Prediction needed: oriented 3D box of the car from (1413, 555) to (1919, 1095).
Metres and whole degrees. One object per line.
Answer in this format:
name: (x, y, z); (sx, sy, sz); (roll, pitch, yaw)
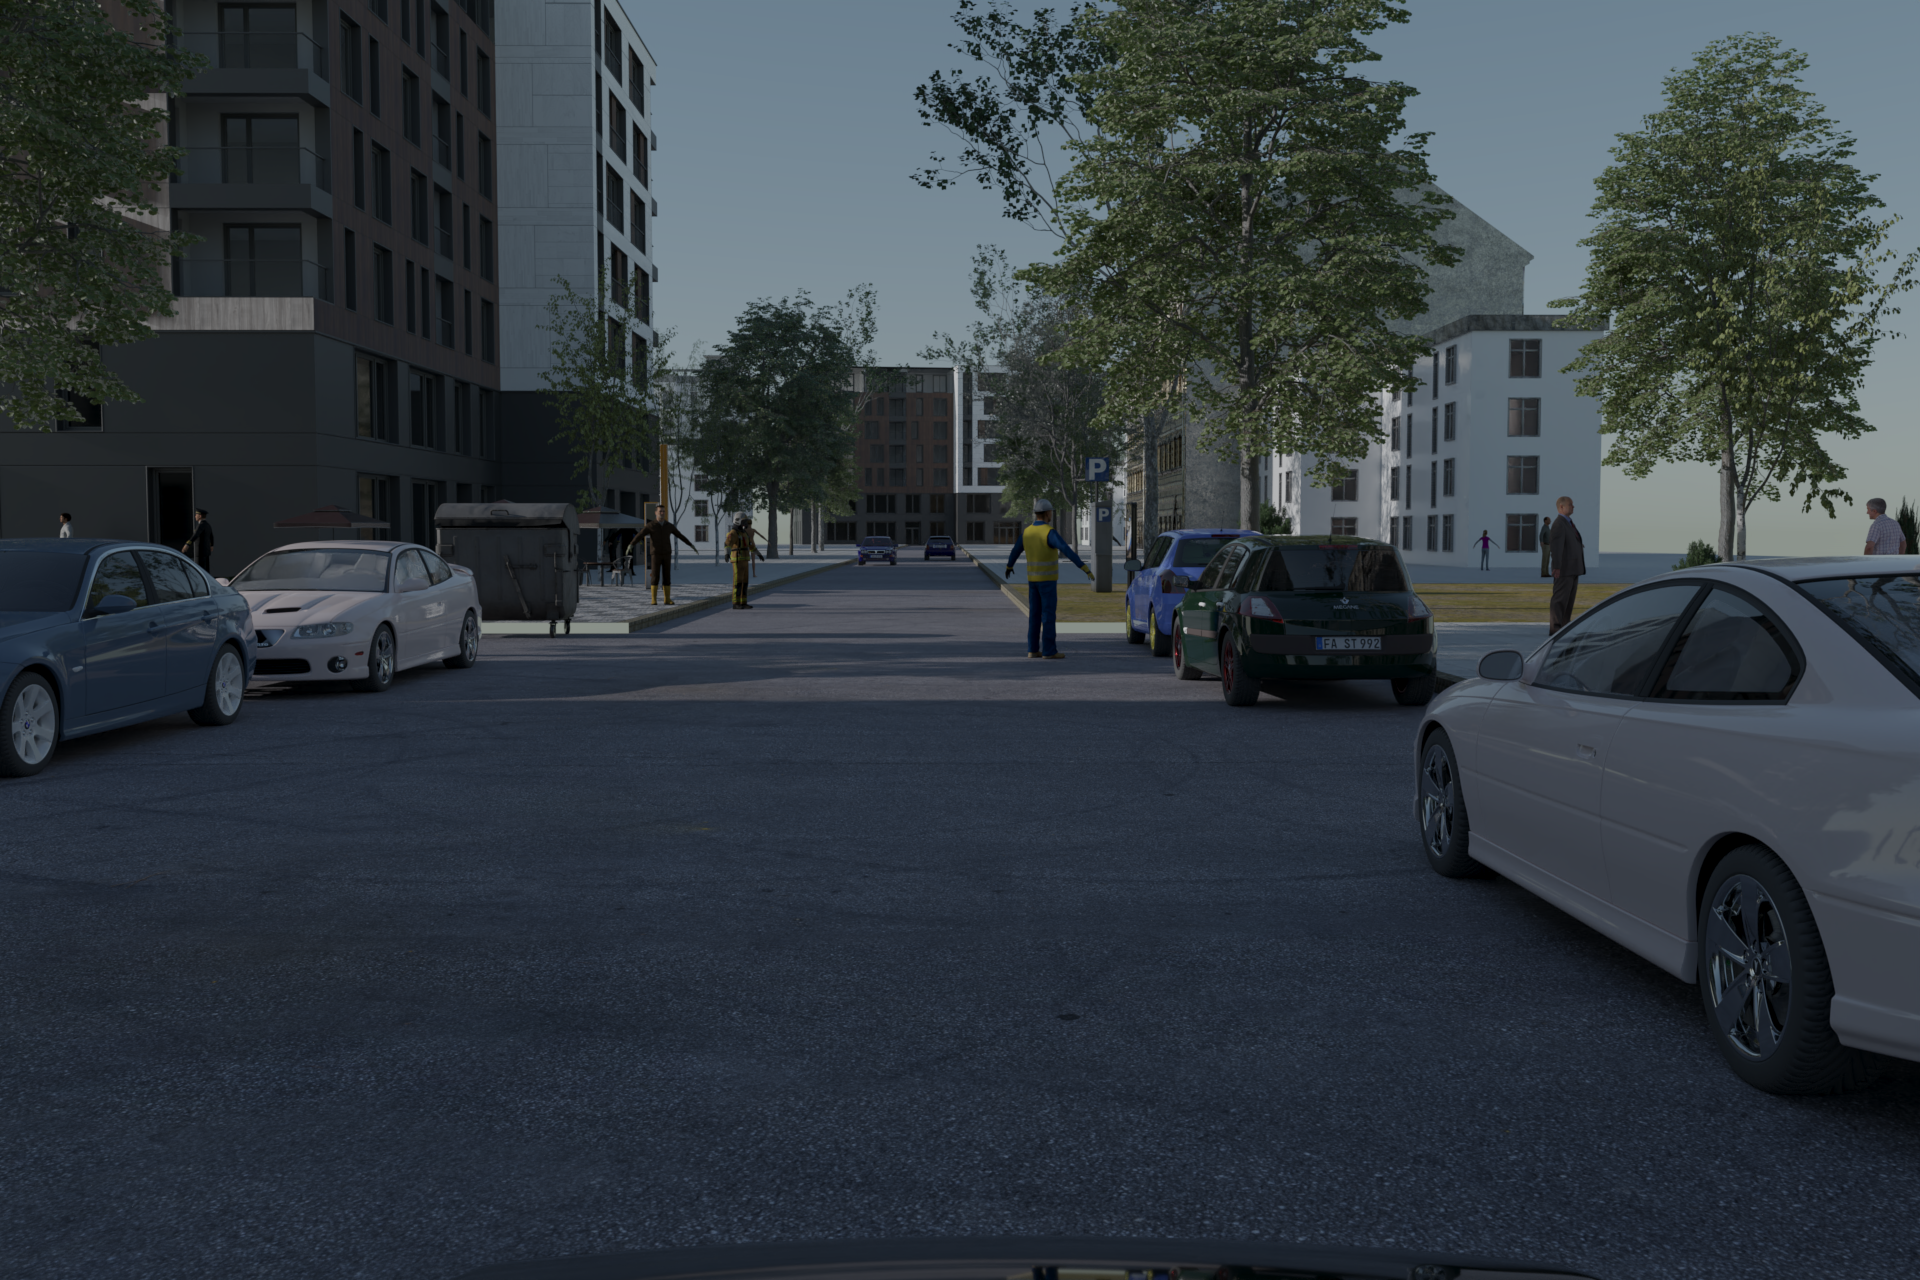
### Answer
car: (2.936, 0.400, 5.817); (2.083, 1.381, 4.827); (0, 4, -1)

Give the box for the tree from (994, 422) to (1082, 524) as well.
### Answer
tree: (5.793, -12.839, 128.040); (7.486, 12.596, 7.792); (0, 3, 0)

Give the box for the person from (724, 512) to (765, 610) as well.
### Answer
person: (-4.158, -1.515, 33.002); (0.705, 1.858, 1.354); (2, 4, 24)

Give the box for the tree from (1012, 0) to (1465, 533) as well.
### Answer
tree: (4.770, -6.826, 29.739); (7.486, 12.596, 7.792); (0, 3, 0)

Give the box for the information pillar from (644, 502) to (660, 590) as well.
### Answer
information pillar: (-7.125, -2.180, 40.143); (0.304, 2.012, 0.304); (0, 3, 0)

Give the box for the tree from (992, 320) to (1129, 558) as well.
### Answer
tree: (5.460, -10.651, 92.276); (7.486, 12.596, 7.792); (0, 3, 0)

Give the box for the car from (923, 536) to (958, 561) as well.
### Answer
car: (-1.092, -5.052, 95.178); (1.945, 1.354, 3.894); (0, 4, 0)

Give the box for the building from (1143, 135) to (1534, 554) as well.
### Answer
building: (21.356, -16.662, 103.355); (19.493, 23.208, 18.063); (0, 4, -1)

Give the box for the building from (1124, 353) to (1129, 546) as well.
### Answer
building: (21.953, -19.565, 176.312); (16.016, 20.090, 11.380); (0, 4, 0)

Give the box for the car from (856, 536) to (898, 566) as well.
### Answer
car: (-3.804, -4.119, 79.931); (1.945, 1.354, 3.894); (0, 4, -1)

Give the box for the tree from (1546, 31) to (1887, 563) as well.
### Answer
tree: (17.516, -7.464, 40.169); (7.486, 12.596, 7.792); (0, 3, 0)

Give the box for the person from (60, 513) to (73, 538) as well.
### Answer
person: (-22.113, -2.240, 42.818); (0.705, 1.806, 1.347); (-2, 4, -33)

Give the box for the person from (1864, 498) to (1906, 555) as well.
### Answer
person: (10.893, -0.831, 20.561); (0.756, 1.711, 0.436); (-1, 4, -23)

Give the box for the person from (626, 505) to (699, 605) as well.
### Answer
person: (-5.400, -1.541, 31.329); (1.346, 1.812, 0.704); (-2, 4, -26)

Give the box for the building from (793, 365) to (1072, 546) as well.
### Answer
building: (-4.473, -22.910, 221.008); (32.646, 21.610, 27.936); (-1, 4, -8)

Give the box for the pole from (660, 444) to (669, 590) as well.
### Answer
pole: (-6.736, -2.793, 39.513); (0.158, 3.312, 0.155); (0, 3, 0)

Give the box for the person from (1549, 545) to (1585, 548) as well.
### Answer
person: (16.326, -2.501, 46.743); (1.347, 1.847, 0.705); (-2, 4, -31)

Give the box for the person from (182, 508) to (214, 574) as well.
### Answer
person: (-16.178, -1.896, 36.928); (0.705, 1.837, 1.347); (0, 4, 0)

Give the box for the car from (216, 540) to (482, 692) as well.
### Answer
car: (-6.144, -0.295, 17.180); (2.083, 1.381, 4.827); (0, 3, 0)

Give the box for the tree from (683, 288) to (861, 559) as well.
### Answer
tree: (-9.917, -11.233, 90.311); (9.857, 13.997, 8.962); (0, 3, 0)

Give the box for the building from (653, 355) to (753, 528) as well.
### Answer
building: (-28.568, -20.042, 184.111); (16.016, 20.090, 11.380); (0, 4, 0)

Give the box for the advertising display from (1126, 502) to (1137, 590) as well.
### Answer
advertising display: (3.482, -1.835, 35.210); (0.123, 1.923, 0.974); (0, 4, -1)

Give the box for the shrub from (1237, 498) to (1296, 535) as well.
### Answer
shrub: (6.558, -2.042, 37.421); (1.661, 2.075, 1.752); (0, 3, 0)

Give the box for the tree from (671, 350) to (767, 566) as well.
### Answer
tree: (-9.693, -7.261, 69.086); (4.360, 8.622, 3.978); (0, 3, 0)

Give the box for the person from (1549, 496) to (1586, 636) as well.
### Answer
person: (7.666, -0.930, 21.809); (0.434, 1.755, 0.990); (3, 5, 40)

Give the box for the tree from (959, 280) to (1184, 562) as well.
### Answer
tree: (5.159, -10.323, 79.158); (12.009, 13.543, 11.850); (0, 3, 0)

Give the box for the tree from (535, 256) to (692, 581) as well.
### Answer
tree: (-9.657, -5.913, 47.048); (4.737, 8.622, 4.395); (0, 3, 0)

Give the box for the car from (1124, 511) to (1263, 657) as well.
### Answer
car: (3.048, -0.731, 21.547); (1.945, 1.707, 3.694); (0, 4, -1)

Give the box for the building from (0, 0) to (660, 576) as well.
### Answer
building: (-26.938, -13.178, 59.441); (27.936, 21.610, 32.646); (0, 4, -1)

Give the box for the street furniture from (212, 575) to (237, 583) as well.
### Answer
street furniture: (-14.569, -0.930, 30.831); (5.734, 0.657, 10.072); (0, 4, -7)

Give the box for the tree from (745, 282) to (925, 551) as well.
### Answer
tree: (-9.122, -16.742, 129.618); (12.611, 20.169, 13.585); (0, 3, 0)

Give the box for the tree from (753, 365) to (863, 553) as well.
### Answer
tree: (-10.289, -12.146, 116.708); (7.486, 12.596, 7.792); (0, 3, 0)

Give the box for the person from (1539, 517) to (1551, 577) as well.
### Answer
person: (17.384, -2.752, 51.272); (0.705, 1.796, 1.348); (3, 4, 38)

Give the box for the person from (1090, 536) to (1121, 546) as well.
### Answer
person: (4.305, -2.792, 51.773); (1.348, 1.813, 0.705); (-3, 5, -44)

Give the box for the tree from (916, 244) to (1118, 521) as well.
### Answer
tree: (3.740, -15.812, 114.422); (12.611, 20.169, 13.585); (0, 3, 0)

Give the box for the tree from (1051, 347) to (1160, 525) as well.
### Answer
tree: (5.133, -7.109, 66.599); (4.360, 8.622, 3.978); (0, 3, 0)

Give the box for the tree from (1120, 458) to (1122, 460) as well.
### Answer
tree: (20.784, -18.172, 222.869); (9.928, 11.665, 9.643); (0, 3, 0)

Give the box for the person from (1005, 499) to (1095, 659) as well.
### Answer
person: (0.976, -0.707, 19.983); (1.349, 1.833, 0.705); (3, 5, 45)

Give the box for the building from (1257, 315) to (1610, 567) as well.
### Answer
building: (20.230, -8.455, 80.384); (9.099, 9.664, 28.070); (0, 3, 0)

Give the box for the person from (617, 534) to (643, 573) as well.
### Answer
person: (-10.822, -3.067, 56.617); (1.216, 1.772, 0.721); (3, 5, 39)

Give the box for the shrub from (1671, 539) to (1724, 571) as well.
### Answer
shrub: (14.849, -1.449, 34.813); (1.383, 1.207, 1.383); (0, 3, 0)

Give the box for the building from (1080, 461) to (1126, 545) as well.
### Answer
building: (19.243, -15.646, 197.967); (9.099, 9.664, 28.070); (0, 4, -1)

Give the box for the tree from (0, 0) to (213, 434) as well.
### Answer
tree: (-12.613, -6.249, 20.306); (7.486, 12.596, 7.792); (0, 3, 0)

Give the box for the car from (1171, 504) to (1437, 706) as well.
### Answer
car: (3.025, -0.370, 15.833); (2.009, 1.686, 4.222); (0, 4, -2)

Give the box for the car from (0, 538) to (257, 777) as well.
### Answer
car: (-6.340, 0.017, 11.725); (2.014, 1.417, 4.499); (0, 3, 0)

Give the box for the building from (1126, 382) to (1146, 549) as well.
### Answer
building: (24.688, -19.562, 150.767); (19.493, 23.208, 18.063); (0, 3, 0)

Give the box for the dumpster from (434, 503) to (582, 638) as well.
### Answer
dumpster: (-6.316, -0.980, 24.236); (1.865, 1.857, 1.264); (0, 4, -1)

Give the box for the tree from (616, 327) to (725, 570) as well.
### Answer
tree: (-10.108, -6.816, 61.800); (4.360, 8.622, 3.978); (0, 3, 0)

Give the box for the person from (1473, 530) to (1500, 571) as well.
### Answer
person: (18.461, -3.151, 60.784); (0.991, 1.433, 0.599); (3, 5, 42)

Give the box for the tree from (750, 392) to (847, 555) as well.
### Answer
tree: (-10.064, -10.483, 105.815); (8.767, 10.594, 7.601); (3, 5, 45)

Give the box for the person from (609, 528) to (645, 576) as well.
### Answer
person: (-10.205, -2.880, 53.276); (1.347, 1.806, 0.705); (1, 4, 12)

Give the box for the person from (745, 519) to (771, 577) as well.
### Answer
person: (-6.229, -2.734, 51.500); (1.217, 1.733, 0.721); (0, 4, 5)

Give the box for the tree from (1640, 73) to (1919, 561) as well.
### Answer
tree: (12.873, -4.753, 28.074); (4.737, 8.622, 4.395); (0, 3, 0)

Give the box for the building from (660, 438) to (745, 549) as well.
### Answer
building: (-25.030, -13.678, 165.775); (9.099, 9.664, 28.070); (0, 3, 0)

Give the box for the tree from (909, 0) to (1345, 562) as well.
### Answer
tree: (4.293, -11.729, 47.656); (12.611, 20.169, 13.585); (0, 3, 0)

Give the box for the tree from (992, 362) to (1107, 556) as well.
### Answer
tree: (5.433, -10.738, 101.318); (9.928, 11.665, 9.643); (0, 3, 0)

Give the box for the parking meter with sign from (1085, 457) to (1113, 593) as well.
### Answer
parking meter with sign: (3.139, -2.589, 38.592); (0.543, 3.016, 1.738); (0, 4, -2)

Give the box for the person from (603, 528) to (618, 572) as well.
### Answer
person: (-11.696, -3.178, 58.181); (0.704, 1.802, 1.346); (0, 4, 8)
